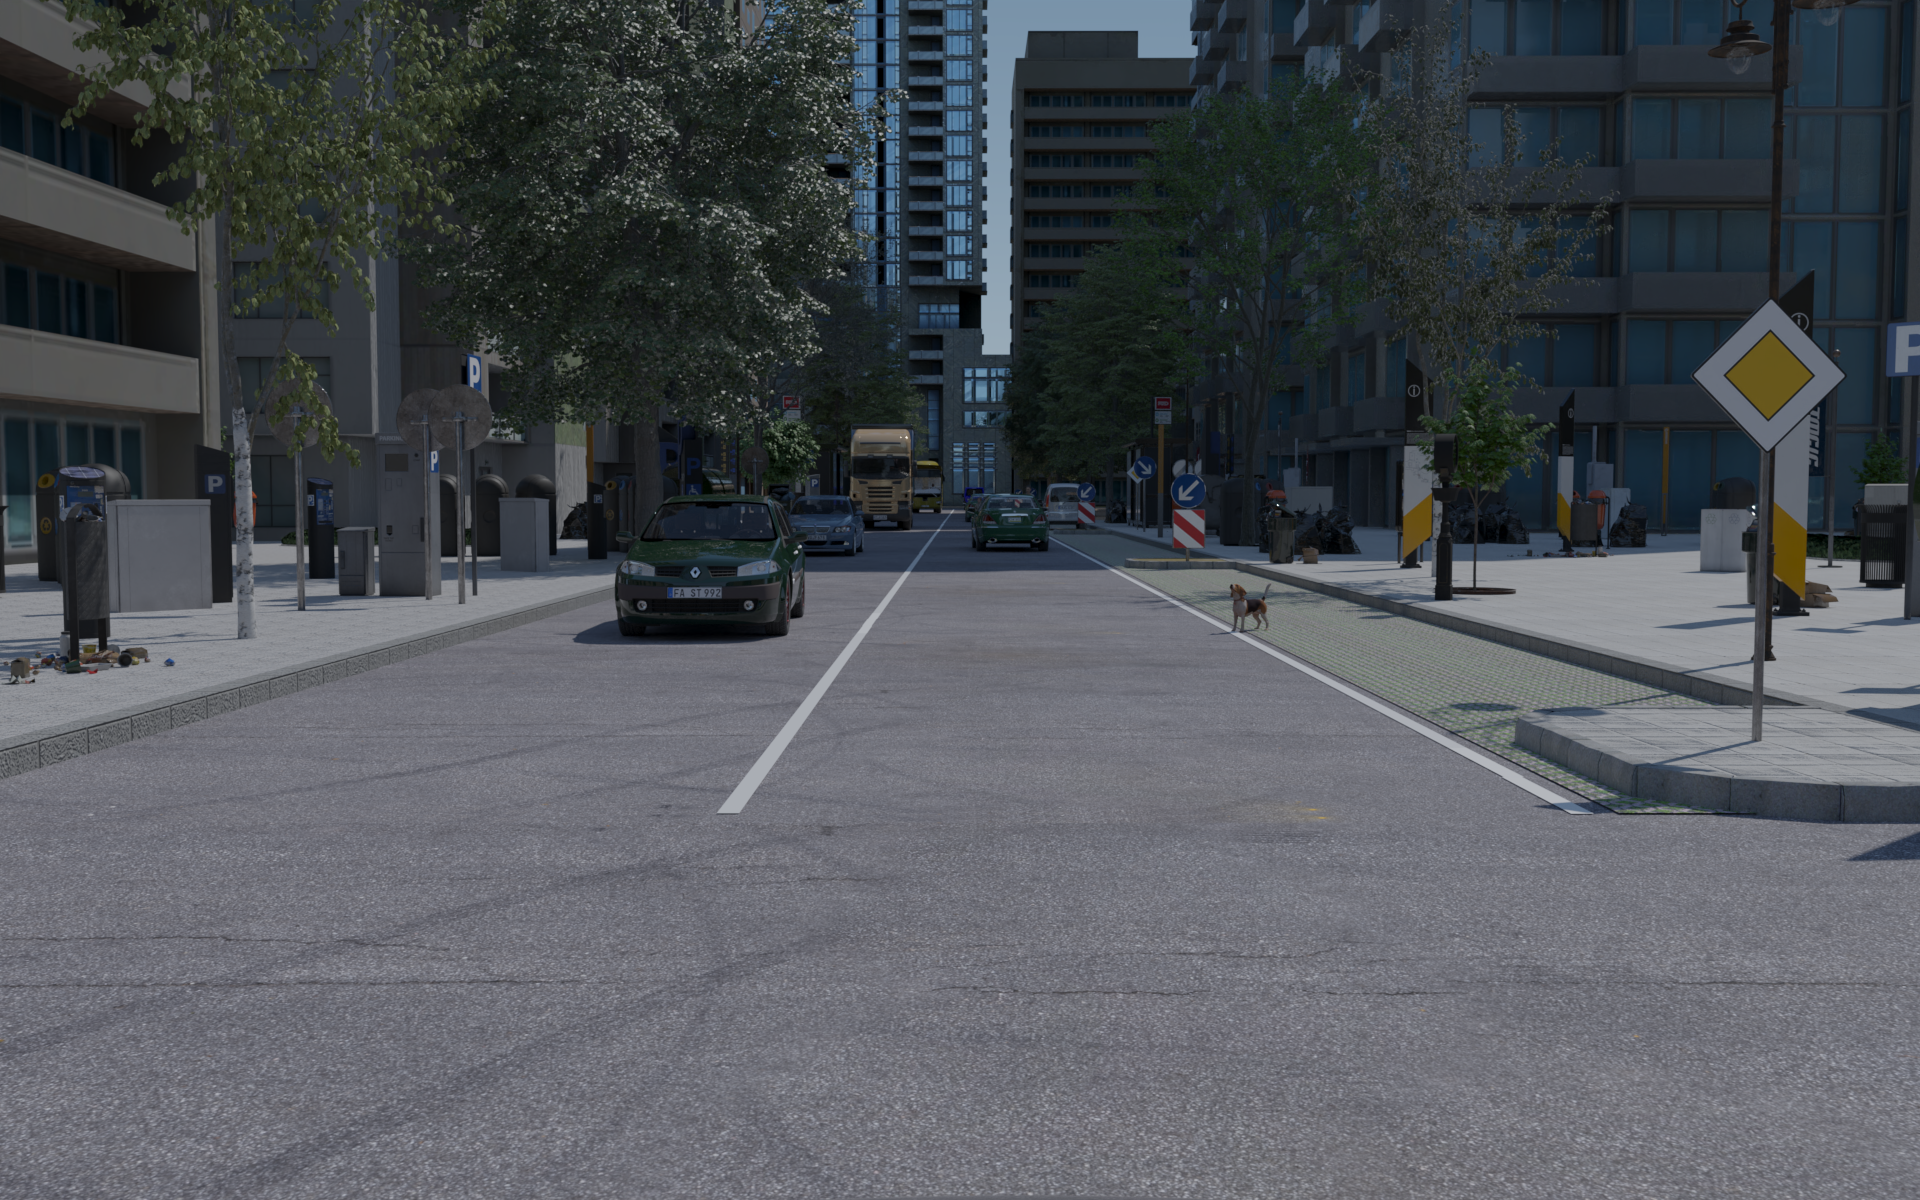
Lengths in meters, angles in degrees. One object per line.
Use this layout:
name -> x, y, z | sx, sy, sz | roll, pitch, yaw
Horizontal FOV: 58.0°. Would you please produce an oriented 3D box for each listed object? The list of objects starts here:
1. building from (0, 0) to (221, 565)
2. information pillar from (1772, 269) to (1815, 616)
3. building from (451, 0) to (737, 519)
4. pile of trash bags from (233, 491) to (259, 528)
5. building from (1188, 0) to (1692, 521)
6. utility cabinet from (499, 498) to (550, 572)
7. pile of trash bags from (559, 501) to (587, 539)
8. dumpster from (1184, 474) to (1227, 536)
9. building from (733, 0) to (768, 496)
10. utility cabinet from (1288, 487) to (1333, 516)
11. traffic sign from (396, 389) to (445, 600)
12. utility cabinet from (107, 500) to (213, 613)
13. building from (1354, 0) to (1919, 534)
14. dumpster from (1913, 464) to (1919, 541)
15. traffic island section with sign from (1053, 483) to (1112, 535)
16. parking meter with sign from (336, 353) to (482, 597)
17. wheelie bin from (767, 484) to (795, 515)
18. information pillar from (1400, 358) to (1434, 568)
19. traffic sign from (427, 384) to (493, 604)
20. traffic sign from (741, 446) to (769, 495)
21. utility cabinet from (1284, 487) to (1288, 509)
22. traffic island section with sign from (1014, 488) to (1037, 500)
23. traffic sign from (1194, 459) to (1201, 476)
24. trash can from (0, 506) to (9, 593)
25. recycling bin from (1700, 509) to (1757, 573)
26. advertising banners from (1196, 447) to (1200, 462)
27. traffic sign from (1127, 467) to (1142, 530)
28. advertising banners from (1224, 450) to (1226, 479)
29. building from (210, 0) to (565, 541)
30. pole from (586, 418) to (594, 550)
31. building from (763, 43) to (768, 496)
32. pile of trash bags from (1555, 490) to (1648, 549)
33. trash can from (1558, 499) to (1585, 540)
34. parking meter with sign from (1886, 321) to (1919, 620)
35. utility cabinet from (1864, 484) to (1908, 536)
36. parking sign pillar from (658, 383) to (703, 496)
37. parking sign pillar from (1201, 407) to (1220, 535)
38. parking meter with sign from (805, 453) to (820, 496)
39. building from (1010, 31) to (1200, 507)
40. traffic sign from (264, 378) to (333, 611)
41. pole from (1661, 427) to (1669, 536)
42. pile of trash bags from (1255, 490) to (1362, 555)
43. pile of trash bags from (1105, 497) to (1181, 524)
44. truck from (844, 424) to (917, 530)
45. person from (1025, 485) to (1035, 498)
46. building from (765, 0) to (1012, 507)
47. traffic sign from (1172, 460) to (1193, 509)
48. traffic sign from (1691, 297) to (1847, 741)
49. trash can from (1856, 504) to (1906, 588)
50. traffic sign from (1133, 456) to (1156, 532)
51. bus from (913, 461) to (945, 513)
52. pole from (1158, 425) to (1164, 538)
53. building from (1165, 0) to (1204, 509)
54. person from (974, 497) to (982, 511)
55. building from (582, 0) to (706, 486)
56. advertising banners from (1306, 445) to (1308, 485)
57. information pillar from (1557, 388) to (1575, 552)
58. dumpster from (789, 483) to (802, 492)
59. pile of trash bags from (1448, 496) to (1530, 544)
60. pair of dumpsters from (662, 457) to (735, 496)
building -> -26.850, -24.611, 26.097 | 21.300, 48.544, 21.600 | 0, 4, 0
information pillar -> 8.669, -1.640, 18.165 | 0.504, 3.616, 0.183 | 0, 4, 2
building -> -21.467, -25.786, 105.197 | 14.154, 41.232, 14.086 | 0, 4, 0
pile of trash bags -> -18.097, -1.864, 40.237 | 3.447, 1.369, 1.912 | -3, 4, -38
building -> 26.054, -29.709, 105.345 | 23.786, 49.044, 30.456 | 0, 4, 0
utility cabinet -> -7.232, -1.077, 28.774 | 1.020, 1.237, 0.306 | 3, 5, 41
pile of trash bags -> -10.208, -2.496, 50.564 | 1.912, 1.369, 3.447 | 1, 4, 14
dumpster -> 7.351, -2.809, 51.681 | 1.264, 1.857, 1.865 | 0, 3, 0
building -> -21.057, -28.699, 119.335 | 14.600, 45.320, 14.200 | 0, 4, 0
utility cabinet -> 10.377, -2.594, 51.093 | 1.173, 1.500, 0.318 | 1, 4, 15
traffic sign -> -6.446, -1.275, 20.947 | 0.768, 2.556, 0.104 | 0, 4, 5
utility cabinet -> -8.828, -0.486, 19.109 | 0.306, 1.237, 1.020 | 3, 5, 43
building -> 25.774, -27.432, 68.115 | 23.786, 49.044, 30.456 | 0, 4, 0
dumpster -> 6.722, -0.454, 9.923 | 1.502, 2.255, 1.985 | 0, 4, 0
traffic island section with sign -> 4.333, -3.242, 61.639 | 1.989, 1.847, 2.006 | 0, 4, 0
parking meter with sign -> -6.949, -1.562, 21.805 | 1.738, 3.016, 0.543 | 0, 4, 2
wheelie bin -> -5.613, -2.823, 54.066 | 0.980, 1.594, 0.693 | -1, 4, -18
information pillar -> 7.905, -2.360, 29.939 | 0.504, 3.616, 0.183 | 0, 4, 3
traffic sign -> -5.815, -1.225, 20.141 | 0.768, 2.556, 0.104 | 0, 4, 3
traffic sign -> -5.484, -2.825, 46.290 | 0.768, 2.556, 0.104 | 0, 4, 7
utility cabinet -> 10.986, -2.910, 56.256 | 1.173, 1.500, 0.318 | 2, 4, 24
traffic island section with sign -> 4.483, -6.297, 111.576 | 1.989, 1.847, 2.006 | 0, 4, 0
traffic sign -> 8.781, -3.801, 62.255 | 0.768, 2.556, 0.104 | 0, 4, 1
trash can -> -12.108, -0.591, 21.320 | 0.748, 1.137, 0.748 | 0, 3, 0
recycling bin -> 12.770, -0.990, 28.736 | 0.722, 1.027, 0.722 | 3, 5, 43
advertising banners -> 8.886, -4.116, 63.486 | 0.090, 3.025, 2.074 | 0, 4, -4
traffic sign -> 6.329, -3.703, 61.729 | 0.795, 2.450, 0.064 | 0, 4, 8
advertising banners -> 10.438, -4.409, 68.280 | 0.090, 3.025, 2.074 | 1, 4, 10
building -> -19.842, -22.538, 52.094 | 14.154, 41.232, 14.086 | 0, 4, 0
pole -> -8.480, -2.806, 39.724 | 0.158, 3.312, 0.155 | 0, 3, 0
building -> -29.097, -29.719, 140.527 | 28.867, 44.769, 22.147 | 0, 4, 0
pile of trash bags -> 15.550, -1.958, 41.763 | 1.912, 1.369, 3.447 | 2, 4, 26
trash can -> 17.203, -2.273, 48.823 | 0.748, 1.137, 0.748 | 0, 3, 0
parking meter with sign -> 10.308, -1.335, 18.091 | 1.738, 3.016, 0.543 | -3, 4, -39
utility cabinet -> 20.508, -1.793, 37.999 | 1.173, 1.500, 0.318 | 3, 4, 38
parking sign pillar -> -6.318, -3.192, 40.656 | 1.447, 3.967, 1.447 | -1, 4, -14
parking sign pillar -> 7.835, -4.026, 54.298 | 1.447, 3.967, 1.447 | 0, 4, 2
parking meter with sign -> -5.758, -4.348, 67.355 | 0.543, 3.016, 1.738 | -1, 4, -19
building -> 16.101, -34.375, 185.731 | 21.600, 48.544, 21.300 | 0, 4, 0
traffic sign -> -7.240, -1.154, 18.967 | 0.768, 2.556, 0.104 | 0, 4, 4
pole -> 21.452, -3.599, 52.679 | 0.158, 3.312, 0.155 | 0, 3, 0
pile of trash bags -> 7.404, -1.731, 38.060 | 1.912, 1.369, 3.447 | -1, 4, -10
pile of trash bags -> 8.065, -4.048, 75.942 | 3.447, 1.369, 1.912 | 1, 4, 9
truck -> -3.151, -5.056, 71.584 | 2.839, 4.237, 11.283 | 0, 4, -1
person -> 2.370, -3.150, 60.757 | 0.760, 1.731, 0.466 | 2, 4, 35
building -> -10.201, -53.296, 184.067 | 31.000, 86.520, 22.319 | 0, 4, 0
traffic sign -> 8.244, -3.918, 64.159 | 0.768, 2.556, 0.104 | 0, 4, 1
traffic sign -> 4.140, -0.324, 8.943 | 0.795, 2.450, 0.064 | 0, 4, 0
trash can -> 12.699, -0.741, 23.768 | 0.748, 1.137, 0.748 | 0, 3, 0
traffic sign -> 6.226, -3.567, 58.421 | 0.768, 2.556, 0.104 | 0, 4, 3
bus -> -2.603, -8.628, 132.608 | 2.896, 3.916, 12.252 | 0, 4, 0
pole -> 5.909, -3.495, 50.994 | 0.158, 3.312, 0.155 | 0, 3, 0
building -> 26.598, -50.287, 134.870 | 22.319, 86.520, 31.000 | 0, 4, 0
person -> 0.829, -3.592, 71.508 | 0.475, 1.303, 0.640 | -1, 4, -12
building -> -21.488, -19.537, 91.127 | 14.160, 30.474, 14.107 | 0, 4, 0
advertising banners -> 12.571, -4.070, 62.732 | 0.090, 3.025, 2.074 | 1, 4, 12
information pillar -> 13.408, -2.872, 38.314 | 0.504, 3.616, 0.183 | -3, 5, -39
dumpster -> -7.642, -4.584, 80.700 | 1.264, 1.857, 1.865 | 0, 4, 0
pile of trash bags -> 14.316, -2.154, 44.972 | 3.447, 1.369, 1.912 | 1, 4, 12
pair of dumpsters -> -6.799, -2.562, 44.377 | 1.574, 2.255, 4.437 | 0, 4, 0
